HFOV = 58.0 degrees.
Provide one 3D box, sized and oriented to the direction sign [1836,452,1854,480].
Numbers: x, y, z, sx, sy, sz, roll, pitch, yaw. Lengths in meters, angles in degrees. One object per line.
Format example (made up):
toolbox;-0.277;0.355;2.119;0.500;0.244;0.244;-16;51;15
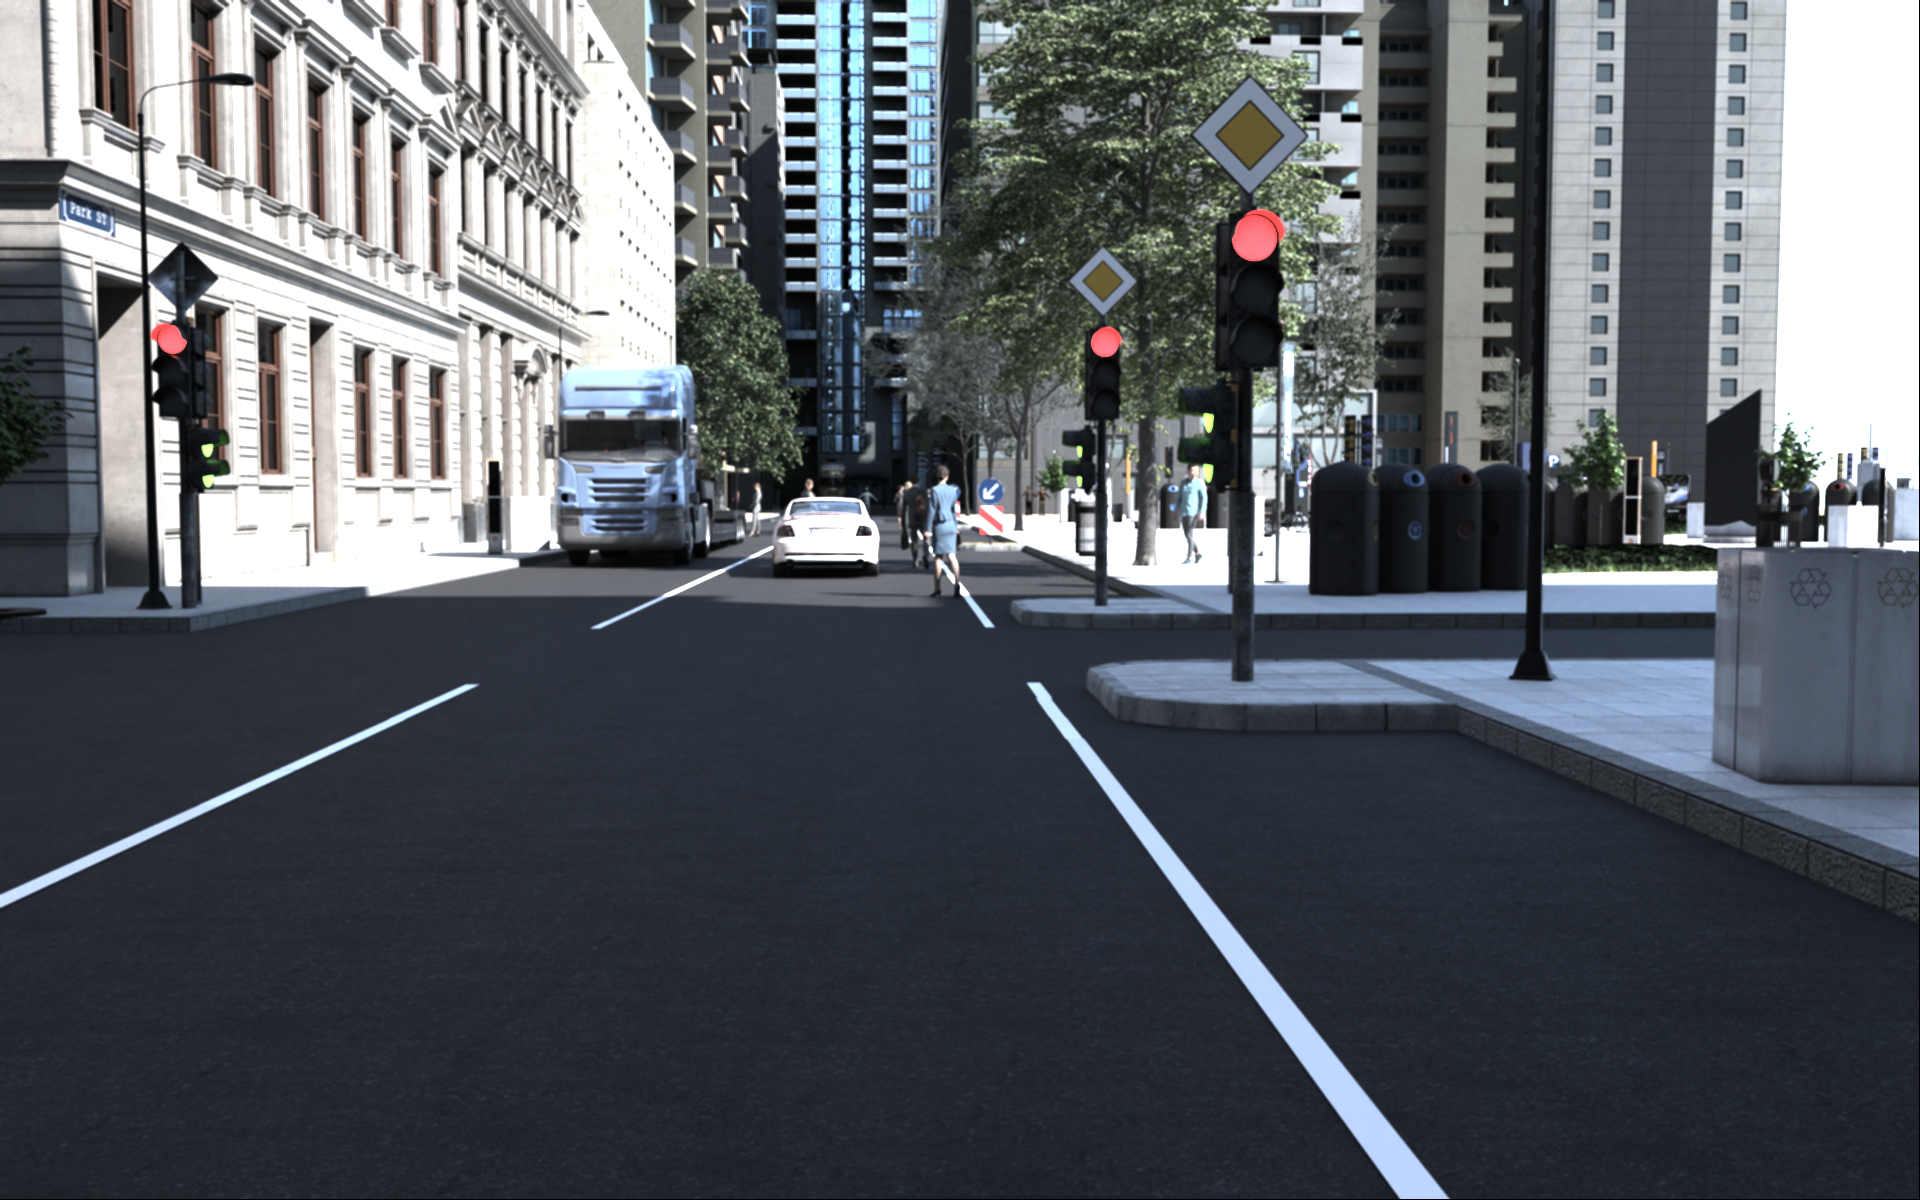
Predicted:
direction sign;48.076;-6.248;94.153;0.876;3.537;0.379;0;4;0

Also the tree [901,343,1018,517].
tree;0.121;-10.050;98.735;7.601;10.594;8.767;1;4;12

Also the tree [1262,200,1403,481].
tree;9.345;-5.735;44.122;4.360;8.622;3.978;0;3;0

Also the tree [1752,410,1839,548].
tree;19.158;-2.785;40.141;1.663;3.219;1.824;0;3;0

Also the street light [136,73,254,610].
street light;-8.490;-2.857;19.252;1.470;5.913;1.316;0;4;-2

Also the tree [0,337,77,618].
tree;-10.364;-1.441;18.161;1.663;3.219;1.824;0;3;0

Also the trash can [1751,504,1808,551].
trash can;11.975;-0.837;25.347;0.748;1.137;0.748;0;3;0

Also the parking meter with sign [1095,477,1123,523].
parking meter with sign;6.472;-4.992;77.880;1.738;3.016;0.543;-1;4;-22

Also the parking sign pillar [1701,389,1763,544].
parking sign pillar;20.060;-3.451;44.901;1.447;3.967;1.447;3;4;38

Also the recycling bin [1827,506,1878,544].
recycling bin;19.248;-1.517;37.361;0.722;1.027;0.722;0;4;-5

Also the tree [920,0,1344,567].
tree;3.175;-6.897;30.900;7.486;12.596;7.792;0;3;0

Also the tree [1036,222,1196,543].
tree;3.881;-5.764;44.611;4.737;8.622;4.395;0;3;0

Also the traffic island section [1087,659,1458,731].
traffic island section;1.967;0.633;11.924;2.009;0.180;2.903;0;4;-2

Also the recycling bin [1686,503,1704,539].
recycling bin;21.387;-2.273;49.719;0.722;1.027;0.722;-1;4;-17

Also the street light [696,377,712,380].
street light;-10.506;-5.874;68.588;1.470;5.913;1.316;0;4;-2

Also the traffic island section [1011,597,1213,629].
traffic island section;1.642;0.145;19.902;2.009;0.180;2.903;0;4;-2

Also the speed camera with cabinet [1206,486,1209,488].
speed camera with cabinet;11.736;-5.192;79.224;0.660;3.252;2.038;0;4;-1

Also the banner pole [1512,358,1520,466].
banner pole;10.343;-2.586;32.295;0.401;3.779;0.863;1;4;20

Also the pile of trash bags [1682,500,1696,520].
pile of trash bags;31.262;-3.881;73.203;3.447;1.369;1.912;-1;4;-21

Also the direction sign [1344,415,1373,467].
direction sign;11.427;-3.532;49.751;0.876;3.537;0.379;3;5;42

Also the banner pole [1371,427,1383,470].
banner pole;15.566;-4.575;64.818;0.401;3.779;0.863;-2;4;-24

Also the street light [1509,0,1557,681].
street light;3.446;-2.405;11.857;1.470;5.913;1.316;0;4;-2

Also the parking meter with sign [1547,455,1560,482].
parking meter with sign;26.989;-5.056;78.923;0.543;3.016;1.738;1;4;17

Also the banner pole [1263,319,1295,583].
banner pole;4.703;-2.148;25.130;0.401;3.779;0.863;2;4;30

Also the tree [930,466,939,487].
tree;-1.453;-11.561;172.742;4.285;4.588;4.351;0;3;0

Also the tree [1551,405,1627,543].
tree;13.930;-2.622;37.472;1.663;3.219;1.824;0;3;0

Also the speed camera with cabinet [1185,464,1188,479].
speed camera with cabinet;11.318;-5.524;84.657;0.660;3.252;2.038;1;4;9

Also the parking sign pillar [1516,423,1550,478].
parking sign pillar;21.699;-4.725;65.730;1.447;3.967;1.447;-1;4;-15

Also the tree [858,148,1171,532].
tree;2.046;-9.120;59.489;12.009;13.543;11.850;0;3;0

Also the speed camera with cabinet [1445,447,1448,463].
speed camera with cabinet;19.972;-4.828;73.273;0.660;3.252;2.038;-1;4;-21

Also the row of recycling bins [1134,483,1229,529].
row of recycling bins;8.123;-3.449;63.503;3.534;1.692;1.069;-1;4;-9

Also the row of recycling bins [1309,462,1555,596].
row of recycling bins;6.066;-0.957;22.758;3.534;1.692;1.069;-2;4;-28

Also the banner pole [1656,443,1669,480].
banner pole;34.684;-5.836;85.441;0.401;3.779;0.863;-2;4;-31

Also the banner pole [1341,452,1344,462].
banner pole;20.088;-6.087;89.535;0.863;3.779;0.401;0;4;1

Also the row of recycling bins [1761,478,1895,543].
row of recycling bins;23.024;-2.399;46.339;3.534;1.692;1.069;2;4;32

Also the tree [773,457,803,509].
tree;-15.475;-10.348;152.897;4.285;4.588;4.351;0;3;0

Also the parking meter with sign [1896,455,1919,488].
parking meter with sign;42.731;-5.017;78.293;0.543;3.016;1.738;-2;4;-24

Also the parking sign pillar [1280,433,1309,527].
parking sign pillar;13.305;-4.888;68.396;1.447;3.967;1.447;3;4;37

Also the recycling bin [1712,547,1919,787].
recycling bin;3.943;0.282;7.950;0.722;1.027;0.722;0;4;5

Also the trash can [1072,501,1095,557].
trash can;2.676;-1.472;35.718;0.748;1.137;0.748;0;3;0

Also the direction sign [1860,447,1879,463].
direction sign;43.392;-5.548;82.705;0.876;3.537;0.379;0;4;3

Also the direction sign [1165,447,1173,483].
direction sign;10.050;-5.583;83.284;0.379;3.537;0.876;-1;4;-16

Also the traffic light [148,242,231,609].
traffic light;-8.651;-1.861;19.354;0.839;4.253;0.868;0;4;-2

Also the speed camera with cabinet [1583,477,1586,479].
speed camera with cabinet;34.022;-6.196;95.645;2.038;3.252;0.660;-2;4;-35

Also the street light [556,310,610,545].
street light;-9.560;-4.366;43.917;1.470;5.913;1.316;0;4;-2

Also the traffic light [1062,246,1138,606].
traffic light;1.601;-1.888;19.787;0.839;4.253;0.868;0;4;-2

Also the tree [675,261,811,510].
tree;-12.002;-10.307;85.530;9.611;12.733;9.660;0;3;0

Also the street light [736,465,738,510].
street light;-11.597;-7.432;94.057;1.470;5.913;1.316;0;4;-2

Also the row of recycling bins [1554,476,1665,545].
row of recycling bins;14.860;-2.051;40.651;1.069;1.692;3.534;-3;4;-37

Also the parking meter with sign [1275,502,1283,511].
parking meter with sign;17.911;-5.941;93.396;1.738;3.016;0.543;1;4;17

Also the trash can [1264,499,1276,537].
trash can;9.081;-2.443;51.605;0.748;1.137;0.748;0;3;0

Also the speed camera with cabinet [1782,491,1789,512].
speed camera with cabinet;38.555;-5.316;81.256;2.038;3.252;0.660;0;4;3

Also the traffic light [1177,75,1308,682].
traffic light;1.927;-1.400;11.808;0.839;4.253;0.868;0;4;-2

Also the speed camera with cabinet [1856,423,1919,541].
speed camera with cabinet;25.788;-3.258;47.611;0.660;3.252;2.038;-2;4;-35

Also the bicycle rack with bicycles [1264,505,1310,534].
bicycle rack with bicycles;10.720;-2.646;56.644;2.925;0.926;2.852;1;4;13
